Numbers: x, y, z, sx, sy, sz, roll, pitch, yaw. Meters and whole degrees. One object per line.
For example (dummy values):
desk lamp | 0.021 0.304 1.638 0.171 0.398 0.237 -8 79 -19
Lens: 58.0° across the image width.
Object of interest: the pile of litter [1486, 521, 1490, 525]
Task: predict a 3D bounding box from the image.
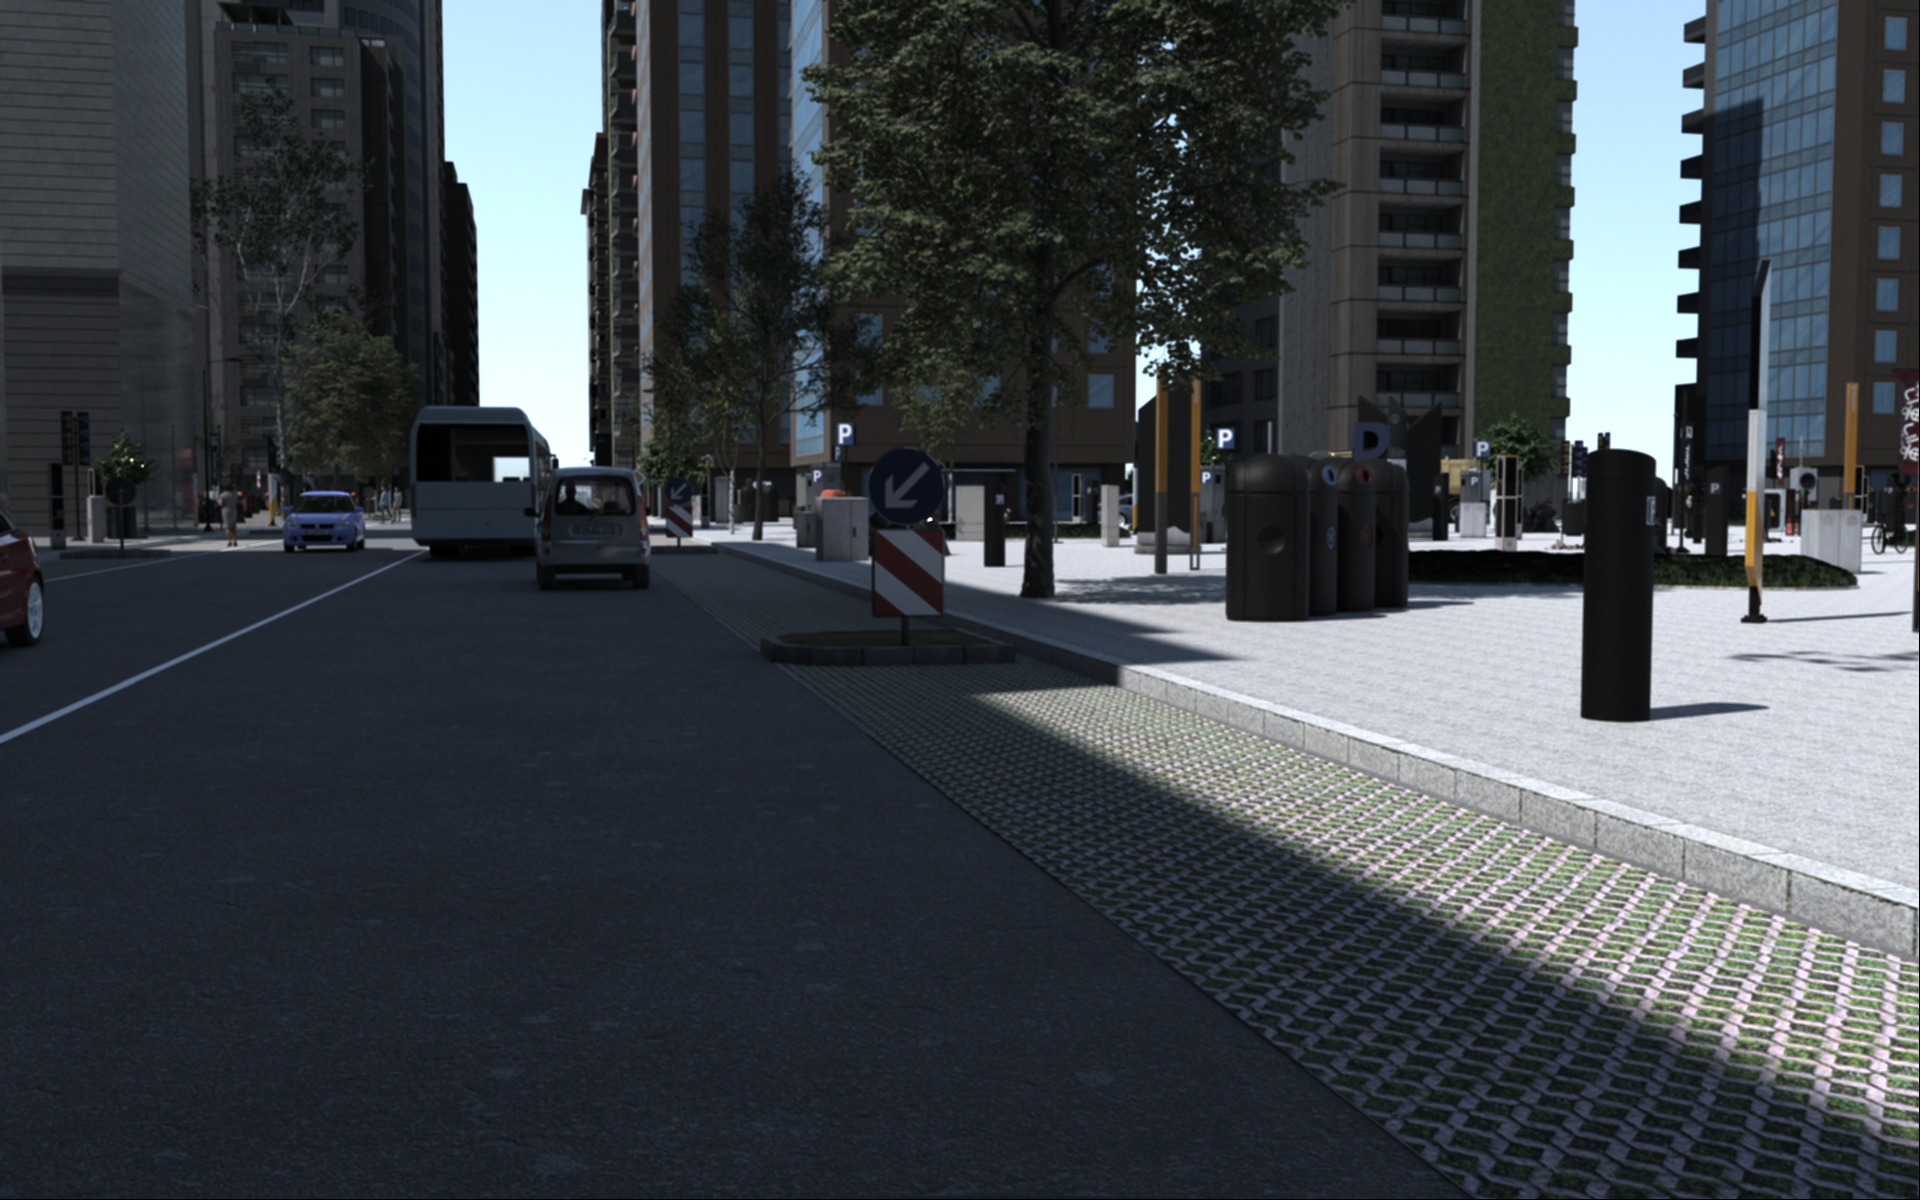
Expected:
pile of litter | 22.329 -3.474 70.771 1.719 0.858 1.176 3 4 39

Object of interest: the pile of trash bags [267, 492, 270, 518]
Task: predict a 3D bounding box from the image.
pile of trash bags | -38.558 -5.099 93.129 3.447 1.369 1.912 -2 4 -28

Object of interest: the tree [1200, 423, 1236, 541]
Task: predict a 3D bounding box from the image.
tree | 6.679 -3.226 47.354 1.663 3.219 1.824 0 3 0

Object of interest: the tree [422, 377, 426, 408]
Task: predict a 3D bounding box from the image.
tree | -41.361 -12.545 123.232 7.486 12.596 7.792 0 3 0

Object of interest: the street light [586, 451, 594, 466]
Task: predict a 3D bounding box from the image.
street light | -39.283 -13.123 187.100 1.470 5.913 1.316 -1 4 -13

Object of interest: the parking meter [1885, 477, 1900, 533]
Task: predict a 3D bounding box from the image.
parking meter | 31.140 -3.184 57.776 0.255 1.863 0.399 -1 4 -17

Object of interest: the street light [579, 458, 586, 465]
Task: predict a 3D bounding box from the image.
street light | -49.756 -15.837 231.482 1.470 5.913 1.316 -1 4 -13

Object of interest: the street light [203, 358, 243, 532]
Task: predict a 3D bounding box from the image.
street light | -25.144 -5.294 59.100 1.470 5.913 1.316 -1 4 -13

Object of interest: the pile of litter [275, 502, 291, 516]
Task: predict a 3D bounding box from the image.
pile of litter | -39.628 -5.373 101.820 1.719 0.858 1.176 2 4 31

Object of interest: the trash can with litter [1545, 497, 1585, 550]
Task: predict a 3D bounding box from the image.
trash can with litter | 14.707 -1.789 40.309 2.233 1.210 1.678 1 4 11

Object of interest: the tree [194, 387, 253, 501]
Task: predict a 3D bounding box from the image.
tree | -51.706 -10.397 120.359 4.360 8.622 3.978 0 3 0

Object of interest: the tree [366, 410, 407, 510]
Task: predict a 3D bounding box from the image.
tree | -45.866 -11.505 138.476 4.737 8.622 4.395 0 3 0

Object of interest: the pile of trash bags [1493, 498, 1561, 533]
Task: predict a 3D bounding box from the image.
pile of trash bags | 18.983 -2.986 58.576 1.912 1.369 3.447 0 4 3

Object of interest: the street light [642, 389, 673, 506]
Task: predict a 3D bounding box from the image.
street light | -13.372 -6.384 76.925 1.470 5.913 1.316 -1 4 -13

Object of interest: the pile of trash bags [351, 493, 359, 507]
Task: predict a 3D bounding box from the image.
pile of trash bags | -38.870 -6.087 109.270 1.912 1.369 3.447 0 4 7

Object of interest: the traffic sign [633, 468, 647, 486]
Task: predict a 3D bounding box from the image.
traffic sign | -12.278 -3.802 65.807 0.795 2.450 0.064 -1 4 -13

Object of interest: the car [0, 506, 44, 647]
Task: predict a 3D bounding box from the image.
car | -9.221 -0.348 14.725 2.155 1.783 4.494 -1 4 -15

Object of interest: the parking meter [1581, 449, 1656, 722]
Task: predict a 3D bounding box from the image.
parking meter | 3.751 -0.089 9.871 0.372 1.533 0.369 0 3 0

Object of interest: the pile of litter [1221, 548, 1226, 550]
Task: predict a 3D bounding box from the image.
pile of litter | 6.864 -1.563 39.512 1.719 0.858 1.176 2 4 24

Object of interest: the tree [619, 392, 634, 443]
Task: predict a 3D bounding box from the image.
tree | -13.548 -8.134 83.359 4.737 8.622 4.395 0 3 0

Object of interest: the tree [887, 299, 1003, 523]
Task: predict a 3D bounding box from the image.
tree | -0.587 -6.908 63.314 4.737 8.622 4.395 0 3 0

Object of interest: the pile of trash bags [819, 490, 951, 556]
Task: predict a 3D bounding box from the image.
pile of trash bags | -1.746 -1.572 35.449 1.912 1.369 3.447 2 4 32

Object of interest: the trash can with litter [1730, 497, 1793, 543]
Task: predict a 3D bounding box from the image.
trash can with litter | 21.294 -2.147 46.161 1.678 1.210 2.233 2 4 33

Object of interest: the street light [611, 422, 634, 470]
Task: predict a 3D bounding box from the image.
street light | -21.633 -8.512 111.712 1.470 5.913 1.316 -1 4 -13

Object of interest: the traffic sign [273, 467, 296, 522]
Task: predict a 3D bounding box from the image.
traffic sign | -24.544 -3.628 62.957 0.795 2.450 0.064 -1 4 -13

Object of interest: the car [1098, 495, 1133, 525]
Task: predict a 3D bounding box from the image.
car | 7.812 -3.826 74.552 4.499 1.417 2.014 -1 4 -12

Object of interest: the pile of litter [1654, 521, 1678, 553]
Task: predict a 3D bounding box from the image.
pile of litter | 13.165 -1.123 32.321 1.176 0.858 1.719 2 4 28

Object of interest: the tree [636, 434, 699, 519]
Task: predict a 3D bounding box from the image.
tree | -14.950 -6.424 88.744 4.285 4.588 4.351 0 3 0

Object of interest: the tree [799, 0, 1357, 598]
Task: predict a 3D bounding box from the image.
tree | 1.273 -6.322 21.494 7.486 12.596 7.792 0 3 0

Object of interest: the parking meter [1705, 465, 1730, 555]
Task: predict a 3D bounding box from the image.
parking meter | 15.249 -1.786 34.909 0.255 1.863 0.399 -3 5 -41

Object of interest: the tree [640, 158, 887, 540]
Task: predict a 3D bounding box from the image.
tree | -5.270 -6.926 47.653 7.601 10.594 8.767 -1 4 -9

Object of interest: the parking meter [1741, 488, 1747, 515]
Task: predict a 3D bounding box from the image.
parking meter | 32.998 -3.930 72.661 0.372 1.533 0.369 0 3 0

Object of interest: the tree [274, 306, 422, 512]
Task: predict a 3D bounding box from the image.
tree | -37.378 -11.421 104.868 7.486 12.596 7.792 0 3 0

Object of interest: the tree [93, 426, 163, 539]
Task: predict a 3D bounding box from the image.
tree | -23.995 -3.363 49.590 1.663 3.219 1.824 0 3 0

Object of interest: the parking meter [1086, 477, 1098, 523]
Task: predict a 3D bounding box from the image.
parking meter | 4.571 -3.311 59.844 0.255 1.863 0.399 -3 4 -36

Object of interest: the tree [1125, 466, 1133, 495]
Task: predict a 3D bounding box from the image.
tree | 11.995 -7.662 119.868 1.663 3.219 1.824 0 3 0

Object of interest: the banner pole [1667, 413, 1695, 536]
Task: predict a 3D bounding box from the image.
banner pole | 22.256 -3.881 53.471 0.401 3.779 0.863 -2 4 -35

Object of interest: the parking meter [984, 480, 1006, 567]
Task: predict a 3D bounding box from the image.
parking meter | 0.612 -1.356 30.589 0.372 1.533 0.369 0 3 0

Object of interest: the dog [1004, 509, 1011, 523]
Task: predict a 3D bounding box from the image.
dog | 1.917 -3.466 73.504 0.513 0.831 0.800 0 3 0

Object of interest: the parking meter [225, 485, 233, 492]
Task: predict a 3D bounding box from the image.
parking meter | -45.152 -6.195 107.007 0.255 1.863 0.399 3 5 40

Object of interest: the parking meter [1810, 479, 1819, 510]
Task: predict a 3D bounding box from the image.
parking meter | 33.425 -3.797 67.787 0.255 1.863 0.399 2 4 23

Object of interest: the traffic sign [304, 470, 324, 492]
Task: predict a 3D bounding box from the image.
traffic sign | -26.371 -4.103 70.731 0.795 2.450 0.064 -1 4 -13

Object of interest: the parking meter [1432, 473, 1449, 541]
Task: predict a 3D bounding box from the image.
parking meter | 13.169 -2.554 47.468 0.255 1.863 0.399 -2 4 -33

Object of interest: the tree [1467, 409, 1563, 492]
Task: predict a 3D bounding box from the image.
tree | 21.389 -5.096 67.026 4.285 4.588 4.351 0 3 0

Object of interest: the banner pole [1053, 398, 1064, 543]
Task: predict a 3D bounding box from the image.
banner pole | 2.288 -3.383 45.323 0.863 3.779 0.401 0 4 7

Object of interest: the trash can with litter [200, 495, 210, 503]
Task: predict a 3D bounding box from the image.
trash can with litter | -45.767 -5.688 104.055 2.233 1.210 1.678 -1 4 -23

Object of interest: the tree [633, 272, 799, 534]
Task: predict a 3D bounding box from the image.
tree | -7.250 -6.411 55.184 4.737 8.622 4.395 0 3 0

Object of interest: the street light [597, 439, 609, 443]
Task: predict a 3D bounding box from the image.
street light | -31.208 -11.009 152.539 1.470 5.913 1.316 -1 4 -13

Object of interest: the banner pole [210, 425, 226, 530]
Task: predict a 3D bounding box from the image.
banner pole | -26.697 -4.418 62.251 0.401 3.779 0.863 0 4 3

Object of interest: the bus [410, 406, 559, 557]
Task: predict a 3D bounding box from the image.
bus | -11.564 -2.934 42.836 2.948 3.499 13.247 -1 4 -12

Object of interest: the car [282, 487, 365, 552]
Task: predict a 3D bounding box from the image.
car | -16.105 -2.100 43.919 1.945 1.707 3.694 -1 4 -14

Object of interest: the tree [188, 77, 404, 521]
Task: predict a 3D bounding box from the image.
tree | -32.766 -13.782 81.229 12.611 20.169 13.585 0 3 0

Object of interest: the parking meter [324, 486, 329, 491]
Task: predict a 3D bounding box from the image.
parking meter | -47.957 -7.683 131.327 0.399 1.863 0.255 -1 4 -10

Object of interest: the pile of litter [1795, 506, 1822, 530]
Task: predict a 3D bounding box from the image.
pile of litter | 30.153 -2.907 61.488 1.719 0.858 1.176 0 4 -6
